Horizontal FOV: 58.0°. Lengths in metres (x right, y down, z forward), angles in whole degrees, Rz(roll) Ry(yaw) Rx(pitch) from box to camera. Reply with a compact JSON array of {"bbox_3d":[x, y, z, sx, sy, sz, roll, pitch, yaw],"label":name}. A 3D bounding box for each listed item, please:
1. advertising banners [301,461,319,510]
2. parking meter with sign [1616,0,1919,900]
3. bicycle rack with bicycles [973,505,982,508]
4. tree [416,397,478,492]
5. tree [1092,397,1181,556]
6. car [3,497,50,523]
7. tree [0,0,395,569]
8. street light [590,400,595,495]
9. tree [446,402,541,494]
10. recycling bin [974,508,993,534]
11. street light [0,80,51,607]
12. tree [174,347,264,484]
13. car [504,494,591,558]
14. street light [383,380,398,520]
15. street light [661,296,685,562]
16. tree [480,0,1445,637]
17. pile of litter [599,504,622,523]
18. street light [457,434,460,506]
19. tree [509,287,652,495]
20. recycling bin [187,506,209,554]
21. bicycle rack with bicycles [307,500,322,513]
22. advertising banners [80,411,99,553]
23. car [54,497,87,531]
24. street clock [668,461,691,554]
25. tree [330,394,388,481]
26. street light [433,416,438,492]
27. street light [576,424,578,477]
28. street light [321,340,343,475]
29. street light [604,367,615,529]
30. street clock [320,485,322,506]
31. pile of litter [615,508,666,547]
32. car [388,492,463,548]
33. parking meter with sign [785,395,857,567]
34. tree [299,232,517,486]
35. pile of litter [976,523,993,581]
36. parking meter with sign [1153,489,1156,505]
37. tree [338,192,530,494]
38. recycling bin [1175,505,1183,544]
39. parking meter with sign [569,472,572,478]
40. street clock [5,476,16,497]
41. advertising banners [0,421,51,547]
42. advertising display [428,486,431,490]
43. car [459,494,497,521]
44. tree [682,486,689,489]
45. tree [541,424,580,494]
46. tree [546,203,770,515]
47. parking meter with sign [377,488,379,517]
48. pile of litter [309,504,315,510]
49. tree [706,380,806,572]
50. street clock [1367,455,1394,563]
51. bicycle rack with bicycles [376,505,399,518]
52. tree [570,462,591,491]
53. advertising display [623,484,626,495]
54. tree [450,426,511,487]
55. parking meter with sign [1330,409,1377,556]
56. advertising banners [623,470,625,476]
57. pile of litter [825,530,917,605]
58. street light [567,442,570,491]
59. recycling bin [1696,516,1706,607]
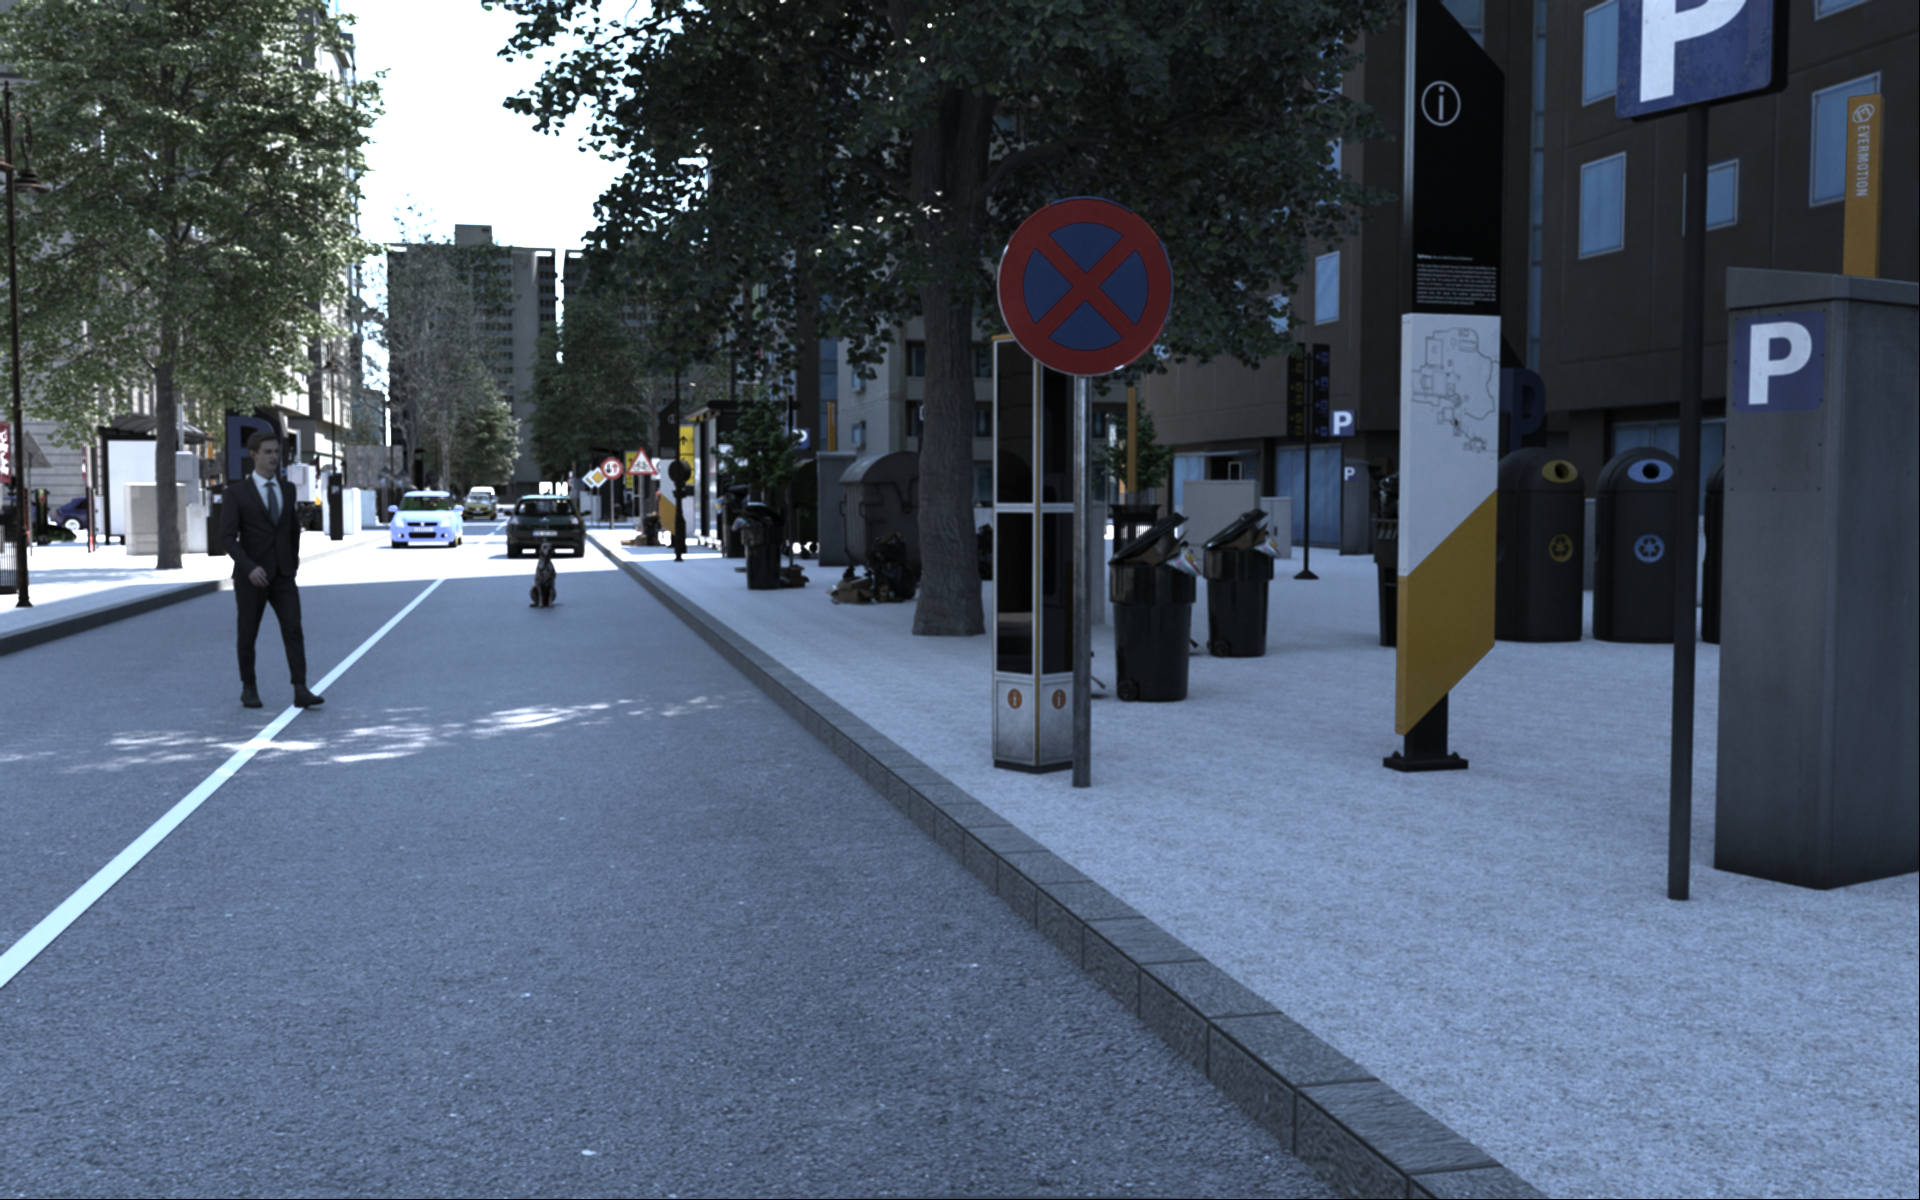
[{"bbox_3d":[-34.525,-5.794,90.914,0.090,3.025,2.074,3,4,38],"label":"advertising banners"},{"bbox_3d":[2.982,-0.586,5.834,1.738,3.016,0.543,-2,4,-32],"label":"parking meter with sign"},{"bbox_3d":[2.232,-4.403,85.378,2.852,0.926,2.925,-1,4,-14],"label":"bicycle rack with bicycles"},{"bbox_3d":[-37.425,-10.716,125.575,4.360,8.622,3.978,0,3,0],"label":"tree"},{"bbox_3d":[3.669,-2.444,34.562,1.663,3.219,1.824,0,3,0],"label":"tree"},{"bbox_3d":[-35.001,-3.040,62.283,3.894,1.354,1.945,-1,4,-16],"label":"car"},{"bbox_3d":[-13.186,-6.806,29.412,7.486,12.596,7.792,0,3,0],"label":"tree"},{"bbox_3d":[-17.583,-6.722,82.692,0.468,5.910,1.993,-1,4,-14],"label":"street light"},{"bbox_3d":[-50.427,-15.450,178.361,9.928,11.665,9.643,0,3,0],"label":"tree"},{"bbox_3d":[0.438,-1.181,31.856,0.722,1.027,0.722,0,4,3],"label":"recycling bin"},{"bbox_3d":[-10.643,-2.858,19.515,0.468,5.910,1.993,-1,4,-14],"label":"street light"},{"bbox_3d":[-37.187,-8.348,86.846,4.737,8.622,4.395,0,3,0],"label":"tree"},{"bbox_3d":[-9.606,-1.866,40.300,2.009,1.686,4.222,-1,4,-12],"label":"car"},{"bbox_3d":[-22.983,-5.948,70.039,0.468,5.910,1.993,-1,4,-14],"label":"street light"},{"bbox_3d":[-5.359,-3.671,32.814,0.468,5.910,1.993,-1,4,-14],"label":"street light"},{"bbox_3d":[0.009,-6.659,15.529,9.857,13.997,8.962,0,3,0],"label":"tree"},{"bbox_3d":[-15.531,-3.929,78.198,1.719,0.858,1.176,1,4,9],"label":"pile of litter"},{"bbox_3d":[-38.001,-9.690,131.226,0.468,5.910,1.993,-1,4,-14],"label":"street light"},{"bbox_3d":[-20.298,-10.775,94.305,7.486,12.596,7.792,0,3,0],"label":"tree"},{"bbox_3d":[-16.450,-1.517,37.351,0.722,1.027,0.722,3,5,39],"label":"recycling bin"},{"bbox_3d":[-49.326,-7.308,132.867,2.852,0.926,2.925,0,4,-6],"label":"bicycle rack with bicycles"},{"bbox_3d":[-18.884,-2.529,37.541,0.090,3.025,2.074,-1,4,-20],"label":"advertising banners"},{"bbox_3d":[-30.444,-3.059,62.601,3.894,1.354,1.945,-1,4,-12],"label":"car"},{"bbox_3d":[-6.038,-2.006,37.371,0.471,2.002,0.358,2,4,33],"label":"street clock"},{"bbox_3d":[-42.523,-10.534,122.587,4.360,8.622,3.978,0,3,0],"label":"tree"},{"bbox_3d":[-30.495,-7.836,100.898,0.468,5.910,1.993,-1,4,-14],"label":"street light"},{"bbox_3d":[-25.123,-8.611,113.585,0.468,5.910,1.993,-1,4,-14],"label":"street light"},{"bbox_3d":[-18.038,-4.714,49.870,0.468,5.910,1.993,-1,4,-14],"label":"street light"},{"bbox_3d":[-12.748,-5.528,63.171,0.468,5.910,1.993,-1,4,-14],"label":"street light"},{"bbox_3d":[-51.131,-8.187,138.420,0.358,2.002,0.471,1,4,13],"label":"street clock"},{"bbox_3d":[-7.896,-1.778,43.033,1.176,0.858,1.719,-1,4,-10],"label":"pile of litter"},{"bbox_3d":[-14.479,-2.293,47.075,1.945,1.707,3.694,-1,4,-13],"label":"car"},{"bbox_3d":[-2.172,-2.107,30.711,1.738,3.016,0.543,0,4,-7],"label":"parking meter with sign"},{"bbox_3d":[-25.727,-10.439,81.052,12.009,13.543,11.850,0,3,0],"label":"tree"},{"bbox_3d":[0.244,-0.738,26.030,1.719,0.858,1.176,-1,4,-20],"label":"pile of litter"},{"bbox_3d":[6.967,-3.880,59.700,0.543,3.016,1.738,2,4,23],"label":"parking meter with sign"},{"bbox_3d":[-34.632,-15.641,111.623,12.611,20.169,13.585,0,3,0],"label":"tree"},{"bbox_3d":[5.324,-1.666,39.800,0.722,1.027,0.722,0,4,5],"label":"recycling bin"},{"bbox_3d":[-29.475,-8.450,134.412,0.543,3.016,1.738,2,4,35],"label":"parking meter with sign"},{"bbox_3d":[-37.874,-3.953,69.203,0.358,2.002,0.471,1,4,22],"label":"street clock"},{"bbox_3d":[-22.986,-2.834,42.516,0.090,3.025,2.074,0,4,3],"label":"advertising banners"},{"bbox_3d":[-40.149,-7.704,131.166,0.123,1.923,0.974,-1,4,-21],"label":"advertising display"},{"bbox_3d":[-26.397,-5.176,94.853,2.015,1.641,3.980,-1,4,-15],"label":"car"},{"bbox_3d":[-18.569,-7.764,110.661,4.285,4.588,4.351,0,3,0],"label":"tree"},{"bbox_3d":[-43.826,-16.198,190.591,9.928,11.665,9.643,0,3,0],"label":"tree"},{"bbox_3d":[-9.536,-7.380,55.084,7.601,10.594,8.767,-1,4,-15],"label":"tree"},{"bbox_3d":[-32.917,-6.056,95.274,1.738,3.016,0.543,-1,4,-15],"label":"parking meter with sign"},{"bbox_3d":[-29.845,-4.084,80.735,1.176,0.858,1.719,-2,4,-32],"label":"pile of litter"},{"bbox_3d":[-3.365,-2.083,28.654,1.663,3.219,1.824,0,3,0],"label":"tree"},{"bbox_3d":[7.829,-1.695,32.282,0.471,2.002,0.358,1,4,11],"label":"street clock"},{"bbox_3d":[-27.932,-4.420,85.649,2.925,0.926,2.852,-3,5,-40],"label":"bicycle rack with bicycles"},{"bbox_3d":[-22.317,-6.596,102.442,1.663,3.219,1.824,0,3,0],"label":"tree"},{"bbox_3d":[-22.357,-6.612,113.321,0.974,1.923,0.123,-1,4,-19],"label":"advertising display"},{"bbox_3d":[-55.576,-16.205,199.367,8.767,10.594,7.601,1,4,12],"label":"tree"},{"bbox_3d":[8.362,-2.465,36.564,0.543,3.016,1.738,2,4,33],"label":"parking meter with sign"},{"bbox_3d":[-24.581,-7.883,125.075,0.090,3.025,2.074,-3,4,-36],"label":"advertising banners"},{"bbox_3d":[-1.103,-0.421,20.842,1.176,0.858,1.719,2,4,26],"label":"pile of litter"},{"bbox_3d":[-32.492,-10.468,143.946,0.468,5.910,1.993,-1,4,-14],"label":"street light"},{"bbox_3d":[8.309,-0.457,20.033,0.722,1.027,0.722,1,4,10],"label":"recycling bin"}]
